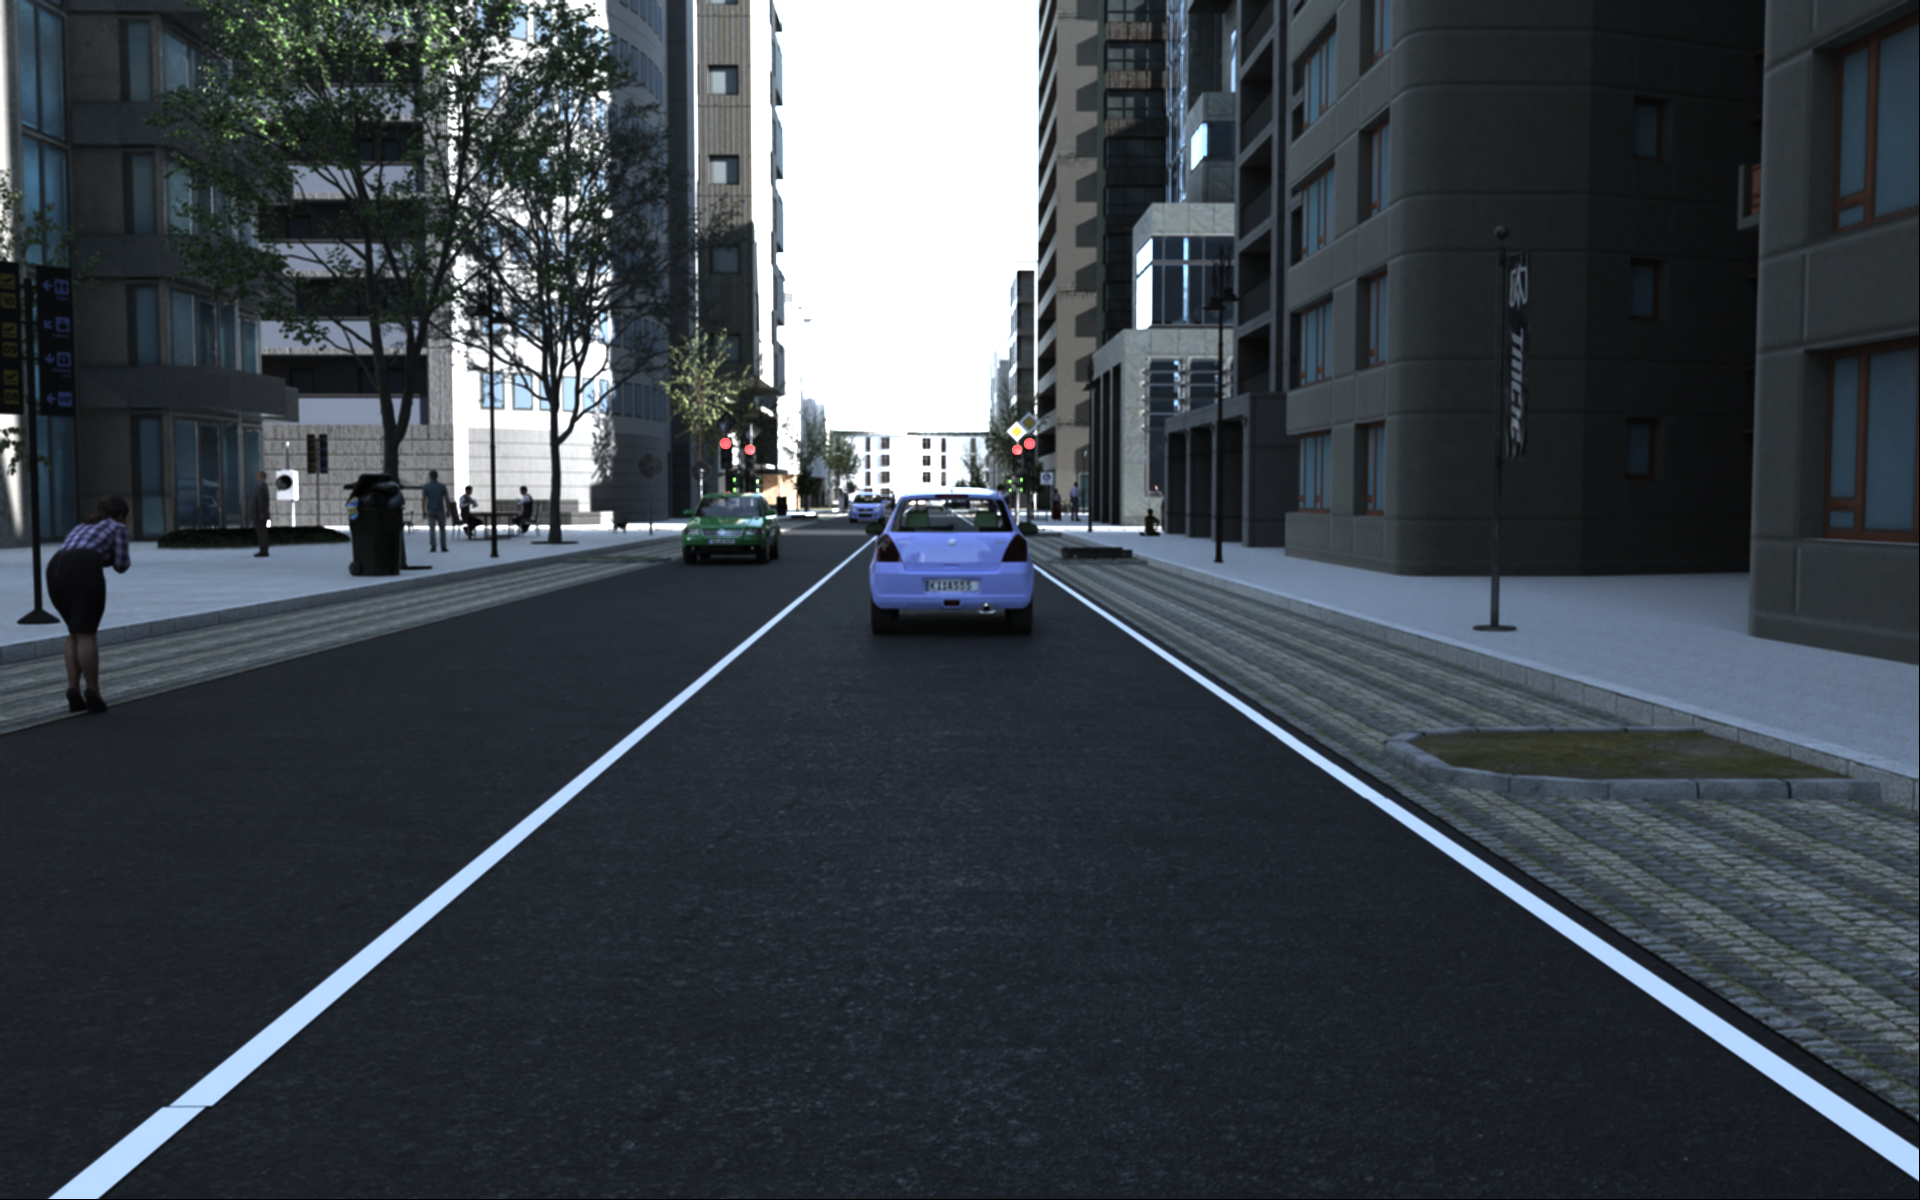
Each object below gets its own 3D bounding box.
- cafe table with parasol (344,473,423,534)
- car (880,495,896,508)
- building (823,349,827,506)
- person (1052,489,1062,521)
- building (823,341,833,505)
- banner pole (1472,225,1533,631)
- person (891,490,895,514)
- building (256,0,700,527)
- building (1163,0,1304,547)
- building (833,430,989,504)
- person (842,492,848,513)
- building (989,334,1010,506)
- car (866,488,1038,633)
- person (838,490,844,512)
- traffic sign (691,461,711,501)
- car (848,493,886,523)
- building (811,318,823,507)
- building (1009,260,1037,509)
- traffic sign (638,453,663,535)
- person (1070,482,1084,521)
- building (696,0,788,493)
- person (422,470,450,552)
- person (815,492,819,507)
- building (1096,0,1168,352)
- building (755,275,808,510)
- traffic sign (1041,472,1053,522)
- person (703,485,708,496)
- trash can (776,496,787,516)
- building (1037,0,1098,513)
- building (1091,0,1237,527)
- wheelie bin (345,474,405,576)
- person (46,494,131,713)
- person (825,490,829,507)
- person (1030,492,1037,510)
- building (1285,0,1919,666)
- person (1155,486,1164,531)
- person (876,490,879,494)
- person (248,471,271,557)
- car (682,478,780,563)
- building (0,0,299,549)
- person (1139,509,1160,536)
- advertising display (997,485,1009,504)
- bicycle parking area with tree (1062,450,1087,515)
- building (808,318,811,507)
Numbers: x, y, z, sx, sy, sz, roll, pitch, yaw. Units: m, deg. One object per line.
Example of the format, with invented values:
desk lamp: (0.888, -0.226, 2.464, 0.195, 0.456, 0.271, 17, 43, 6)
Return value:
cafe table with parasol: (-18.255, -3.064, 54.963, 2.610, 1.966, 2.610, -2, 4, -32)
car: (-6.694, -8.767, 155.912, 1.945, 1.354, 3.894, 0, 4, -2)
building: (-22.208, -20.010, 183.578, 16.016, 20.091, 11.380, 0, 4, -1)
person: (4.679, -4.600, 83.721, 0.523, 1.526, 0.387, 1, 4, 20)
building: (-31.510, -20.884, 207.917, 31.486, 18.905, 16.747, 0, 4, -1)
banner pole: (5.077, -1.591, 16.028, 0.401, 3.779, 0.863, 0, 4, -6)
person: (-4.934, -7.144, 126.238, 0.436, 1.711, 0.756, 1, 4, 17)
building: (-24.650, -32.931, 80.418, 21.231, 58.520, 28.212, 0, 4, -1)
building: (17.046, -37.063, 44.232, 20.563, 71.187, 20.611, 0, 4, -1)
building: (-7.191, -17.760, 232.518, 28.070, 9.664, 9.099, 0, 4, -1)
person: (-8.577, -7.293, 129.948, 0.499, 1.552, 0.429, -3, 5, -44)
building: (12.283, -20.409, 200.142, 16.747, 18.905, 31.486, 0, 4, -1)
car: (-0.091, -0.582, 19.103, 1.945, 1.707, 3.694, 0, 4, 0)
person: (-9.365, -7.804, 136.769, 0.551, 1.740, 0.621, -1, 4, -21)
traffic sign: (-9.881, -4.032, 66.027, 0.768, 2.556, 0.104, 0, 4, 6)
car: (-4.717, -4.821, 88.409, 1.945, 1.707, 3.694, 0, 4, 1)
building: (-22.252, -19.290, 171.817, 16.016, 20.091, 11.380, 0, 4, -1)
building: (18.581, -19.814, 167.938, 27.936, 21.610, 32.646, 0, 4, -1)
traffic sign: (-9.720, -3.320, 54.393, 0.768, 2.556, 0.104, 0, 4, 1)
person: (5.534, -4.636, 81.706, 0.599, 1.838, 0.709, -3, 5, -43)
building: (-26.318, -32.347, 118.110, 28.713, 52.752, 27.495, 0, 4, -1)
person: (-11.654, -1.979, 38.536, 0.598, 1.807, 0.434, -1, 4, -12)
person: (-13.699, -9.713, 165.768, 0.530, 1.710, 0.541, 0, 3, 0)
building: (14.603, -20.009, 98.854, 14.160, 30.474, 14.107, 0, 4, -1)
building: (-21.607, -17.802, 147.476, 16.016, 20.091, 11.380, 0, 4, -1)
traffic sign: (4.012, -4.773, 80.161, 0.606, 2.300, 0.079, 0, 4, 4)
person: (-14.875, -5.791, 100.849, 0.434, 1.807, 0.598, 1, 4, 11)
trash can: (-10.532, -5.541, 102.248, 0.748, 1.137, 0.748, 0, 3, 0)
building: (16.971, -30.766, 126.720, 21.300, 48.544, 21.600, 0, 4, -1)
building: (21.663, -46.728, 76.678, 31.000, 86.520, 22.319, 0, 4, -1)
wheelie bin: (-9.148, -1.182, 27.239, 0.693, 1.594, 0.980, 2, 4, 25)
person: (-5.714, 0.020, 11.410, 0.421, 1.427, 0.697, 0, 4, 6)
person: (-13.468, -10.435, 177.318, 0.621, 1.740, 0.551, 2, 4, 27)
person: (6.016, -8.284, 141.628, 0.875, 1.805, 0.789, -1, 4, -13)
building: (20.835, -10.769, 21.106, 27.650, 21.520, 28.899, 0, 4, -1)
person: (7.047, -3.219, 59.474, 0.742, 1.727, 0.445, -2, 4, -35)
person: (-7.022, -8.348, 145.725, 0.721, 1.736, 1.217, 0, 4, -1)
person: (-14.379, -1.770, 35.537, 0.434, 1.755, 0.990, -1, 4, -23)
car: (-4.884, -1.740, 37.238, 1.959, 1.807, 4.718, 0, 4, -2)
building: (-35.152, -26.025, 45.121, 30.456, 49.044, 23.786, 0, 4, -1)
person: (5.927, -2.376, 53.184, 0.859, 0.850, 0.655, -2, 4, -27)
advertising display: (3.056, -7.095, 121.213, 0.974, 1.923, 0.123, -1, 4, -10)
bicycle parking area with tree: (10.498, -7.607, 111.383, 8.231, 4.147, 9.016, 2, 4, 24)
building: (-22.420, -18.538, 159.518, 16.016, 20.091, 11.380, 0, 4, -1)
